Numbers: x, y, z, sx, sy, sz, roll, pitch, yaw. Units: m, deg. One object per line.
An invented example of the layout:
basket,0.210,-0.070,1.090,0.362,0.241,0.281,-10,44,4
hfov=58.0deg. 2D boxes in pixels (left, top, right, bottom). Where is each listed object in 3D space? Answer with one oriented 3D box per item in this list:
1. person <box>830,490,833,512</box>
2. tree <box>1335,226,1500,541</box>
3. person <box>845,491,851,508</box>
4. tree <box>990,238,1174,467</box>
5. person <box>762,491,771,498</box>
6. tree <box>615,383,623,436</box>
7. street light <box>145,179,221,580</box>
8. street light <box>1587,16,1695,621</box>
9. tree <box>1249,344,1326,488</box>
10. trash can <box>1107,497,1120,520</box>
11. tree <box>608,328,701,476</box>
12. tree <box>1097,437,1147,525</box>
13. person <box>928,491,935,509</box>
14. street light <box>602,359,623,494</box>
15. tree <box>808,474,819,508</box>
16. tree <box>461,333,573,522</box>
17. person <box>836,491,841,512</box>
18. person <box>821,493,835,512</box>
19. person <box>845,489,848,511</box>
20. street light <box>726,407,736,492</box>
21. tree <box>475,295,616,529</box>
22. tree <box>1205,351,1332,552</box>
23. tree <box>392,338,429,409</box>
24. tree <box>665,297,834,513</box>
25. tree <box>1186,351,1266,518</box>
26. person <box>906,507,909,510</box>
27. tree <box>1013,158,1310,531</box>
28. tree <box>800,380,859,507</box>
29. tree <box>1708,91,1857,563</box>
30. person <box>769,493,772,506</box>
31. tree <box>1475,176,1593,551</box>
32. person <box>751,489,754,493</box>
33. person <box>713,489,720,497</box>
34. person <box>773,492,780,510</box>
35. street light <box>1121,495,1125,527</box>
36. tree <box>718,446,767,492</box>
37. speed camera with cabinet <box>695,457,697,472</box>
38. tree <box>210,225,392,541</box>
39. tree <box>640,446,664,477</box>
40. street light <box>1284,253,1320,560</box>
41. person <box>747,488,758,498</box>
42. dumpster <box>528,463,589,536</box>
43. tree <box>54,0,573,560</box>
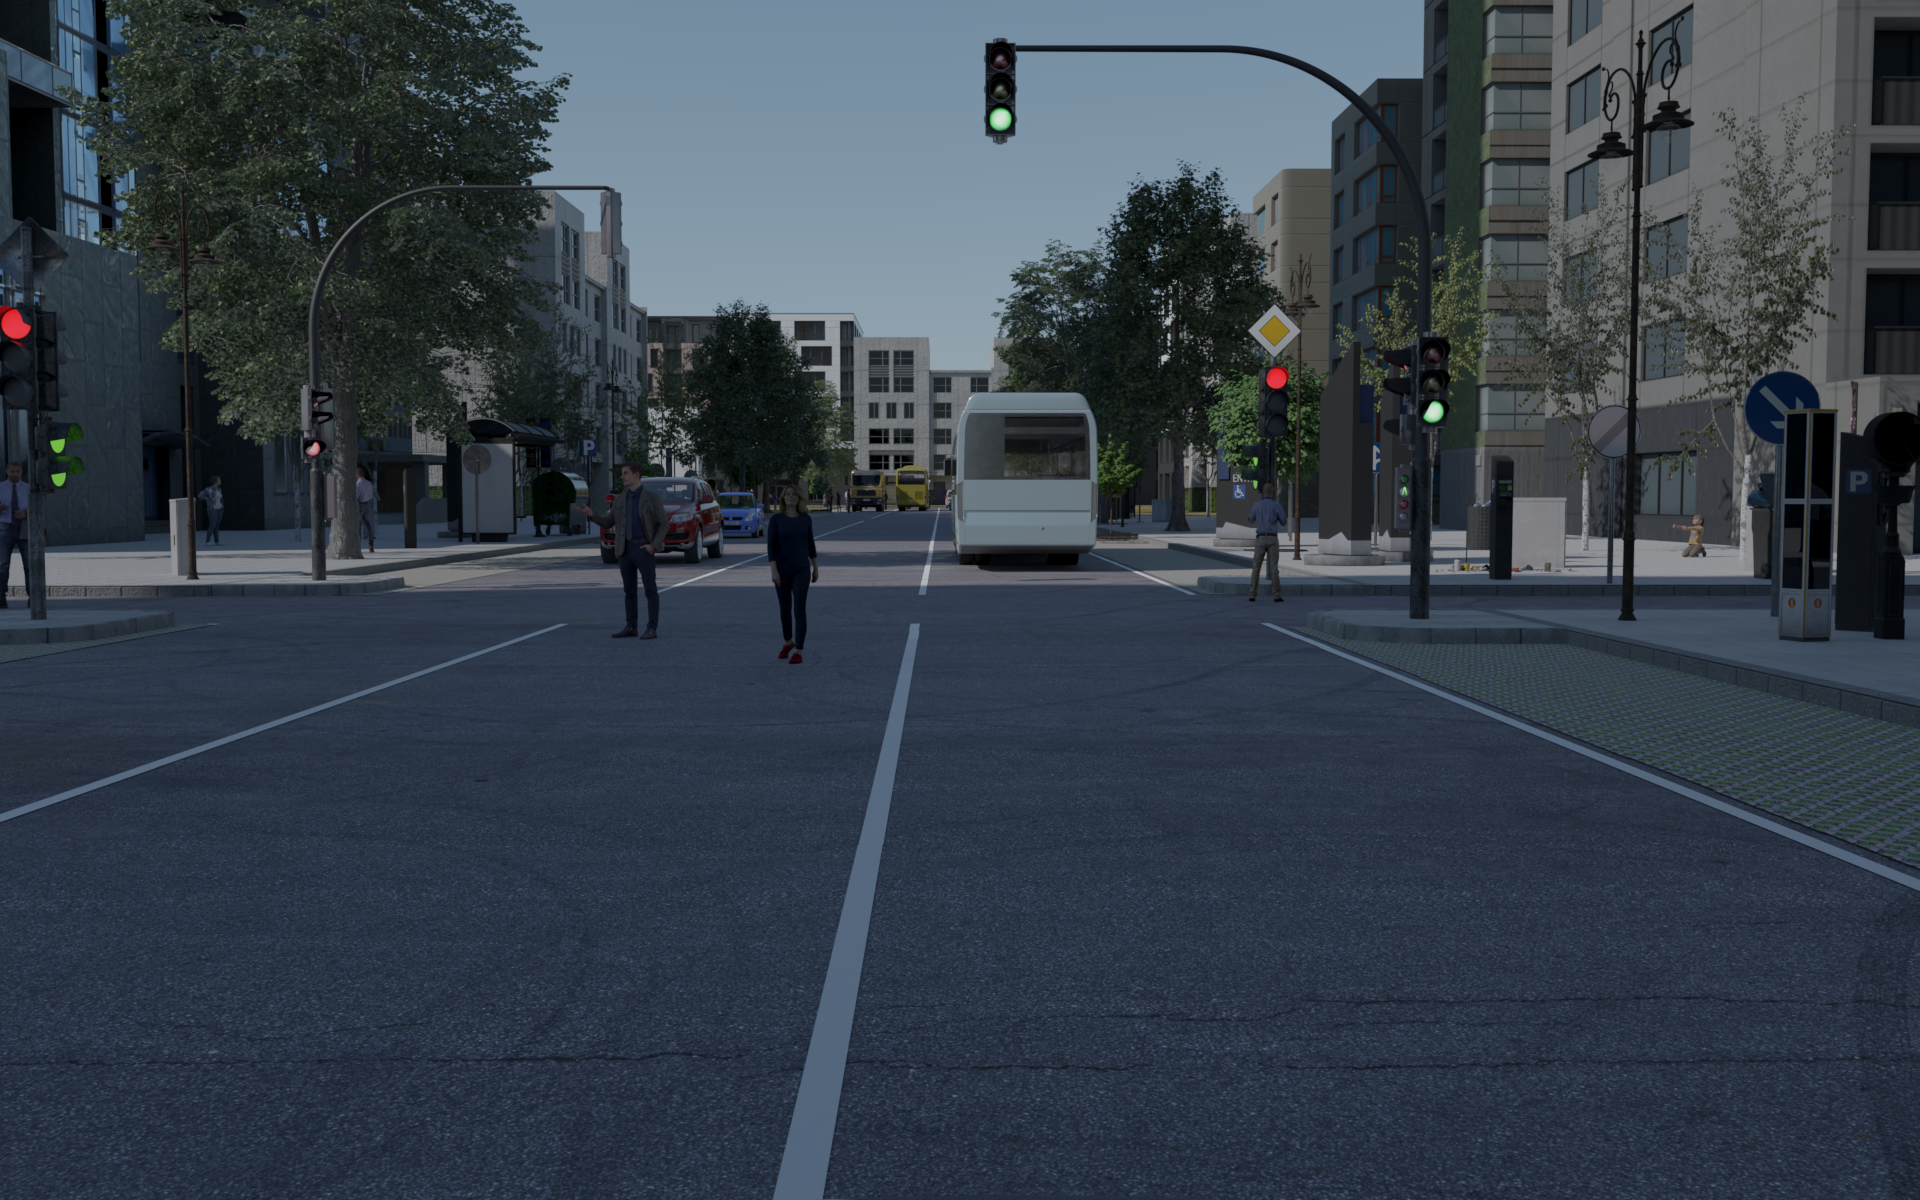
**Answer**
person,-10.432,-8.026,139.355,0.705,1.869,1.348,0,4,3
tree,12.780,-5.953,47.696,4.737,8.622,4.395,0,3,0
person,-11.191,-10.373,178.185,1.348,1.812,0.705,0,4,4
tree,5.956,-10.911,85.052,9.857,13.997,8.962,0,3,0
person,-15.713,-8.266,141.212,0.705,1.821,1.348,2,4,24
tree,-19.192,-8.319,86.373,4.360,8.622,3.978,0,3,0
street light,-11.512,-3.243,25.813,0.468,5.910,1.993,0,4,-1
street light,6.781,-2.730,17.423,0.468,5.910,1.993,0,4,-1
tree,12.540,-7.316,69.985,4.360,8.622,3.978,0,3,0
trash can,7.597,-4.535,85.803,0.748,1.137,0.748,0,3,0
tree,-13.313,-7.751,77.090,4.737,8.622,4.395,0,3,0
tree,6.475,-5.496,73.578,4.285,4.588,4.351,0,3,0
person,-3.055,-9.727,168.256,1.217,1.735,0.721,-1,4,-9
street light,-11.900,-5.300,59.450,0.468,5.910,1.993,0,4,-1
tree,-13.996,-10.426,165.068,1.663,3.219,1.824,0,3,0
tree,-20.176,-7.956,80.439,4.737,8.622,4.395,0,3,0
person,-9.752,-7.882,138.836,0.415,1.643,0.593,1,4,15
person,-9.998,-7.489,131.657,1.217,1.743,0.721,-2,4,-32
person,-9.596,-8.636,149.563,0.599,1.838,0.709,-2,4,-28
street light,-12.234,-7.319,92.455,0.468,5.910,1.993,0,4,-1
tree,-15.264,-6.911,63.354,4.360,8.622,3.978,0,3,0
tree,7.190,-3.376,38.911,4.285,4.588,4.351,0,3,0
tree,-18.766,-6.380,54.670,4.360,8.622,3.978,0,3,0
tree,-12.679,-11.237,100.726,9.611,12.733,9.660,0,3,0
tree,12.512,-7.702,76.285,4.737,8.622,4.395,0,3,0
person,-4.789,-9.046,156.399,0.705,1.824,1.348,0,4,7
tree,7.583,-8.730,59.741,9.611,12.733,9.660,0,3,0
tree,-13.813,-15.515,171.795,7.486,12.596,7.792,0,3,0
tree,14.637,-5.016,32.377,4.360,8.622,3.978,0,3,0
person,-15.466,-7.989,139.845,0.628,1.438,0.799,-3,4,-36
tree,13.926,-5.422,39.004,4.360,8.622,3.978,0,3,0
person,-18.956,-9.208,157.035,0.568,1.767,0.683,1,4,12
person,-22.983,-9.567,163.267,0.742,1.727,0.445,1,4,20
person,-14.494,-7.782,136.507,0.599,1.433,0.991,-3,5,-39
street light,6.307,-5.763,67.007,0.468,5.910,1.993,0,4,-1
tree,-13.524,-7.677,109.237,4.285,4.588,4.351,0,3,0
speed camera with cabinet,-14.747,-5.979,92.094,2.038,3.252,0.660,1,4,17
tree,-17.883,-5.874,46.407,4.360,8.622,3.978,0,3,0
tree,-12.841,-4.588,69.616,1.663,3.219,1.824,0,3,0
street light,6.548,-3.711,33.462,0.468,5.910,1.993,0,4,-1
person,-16.949,-8.180,139.878,1.348,1.812,0.705,1,4,12
dumpster,-12.399,-3.118,53.473,1.502,2.255,1.985,0,4,-1
tree,-12.154,-7.778,33.822,9.857,13.997,8.962,0,3,0
